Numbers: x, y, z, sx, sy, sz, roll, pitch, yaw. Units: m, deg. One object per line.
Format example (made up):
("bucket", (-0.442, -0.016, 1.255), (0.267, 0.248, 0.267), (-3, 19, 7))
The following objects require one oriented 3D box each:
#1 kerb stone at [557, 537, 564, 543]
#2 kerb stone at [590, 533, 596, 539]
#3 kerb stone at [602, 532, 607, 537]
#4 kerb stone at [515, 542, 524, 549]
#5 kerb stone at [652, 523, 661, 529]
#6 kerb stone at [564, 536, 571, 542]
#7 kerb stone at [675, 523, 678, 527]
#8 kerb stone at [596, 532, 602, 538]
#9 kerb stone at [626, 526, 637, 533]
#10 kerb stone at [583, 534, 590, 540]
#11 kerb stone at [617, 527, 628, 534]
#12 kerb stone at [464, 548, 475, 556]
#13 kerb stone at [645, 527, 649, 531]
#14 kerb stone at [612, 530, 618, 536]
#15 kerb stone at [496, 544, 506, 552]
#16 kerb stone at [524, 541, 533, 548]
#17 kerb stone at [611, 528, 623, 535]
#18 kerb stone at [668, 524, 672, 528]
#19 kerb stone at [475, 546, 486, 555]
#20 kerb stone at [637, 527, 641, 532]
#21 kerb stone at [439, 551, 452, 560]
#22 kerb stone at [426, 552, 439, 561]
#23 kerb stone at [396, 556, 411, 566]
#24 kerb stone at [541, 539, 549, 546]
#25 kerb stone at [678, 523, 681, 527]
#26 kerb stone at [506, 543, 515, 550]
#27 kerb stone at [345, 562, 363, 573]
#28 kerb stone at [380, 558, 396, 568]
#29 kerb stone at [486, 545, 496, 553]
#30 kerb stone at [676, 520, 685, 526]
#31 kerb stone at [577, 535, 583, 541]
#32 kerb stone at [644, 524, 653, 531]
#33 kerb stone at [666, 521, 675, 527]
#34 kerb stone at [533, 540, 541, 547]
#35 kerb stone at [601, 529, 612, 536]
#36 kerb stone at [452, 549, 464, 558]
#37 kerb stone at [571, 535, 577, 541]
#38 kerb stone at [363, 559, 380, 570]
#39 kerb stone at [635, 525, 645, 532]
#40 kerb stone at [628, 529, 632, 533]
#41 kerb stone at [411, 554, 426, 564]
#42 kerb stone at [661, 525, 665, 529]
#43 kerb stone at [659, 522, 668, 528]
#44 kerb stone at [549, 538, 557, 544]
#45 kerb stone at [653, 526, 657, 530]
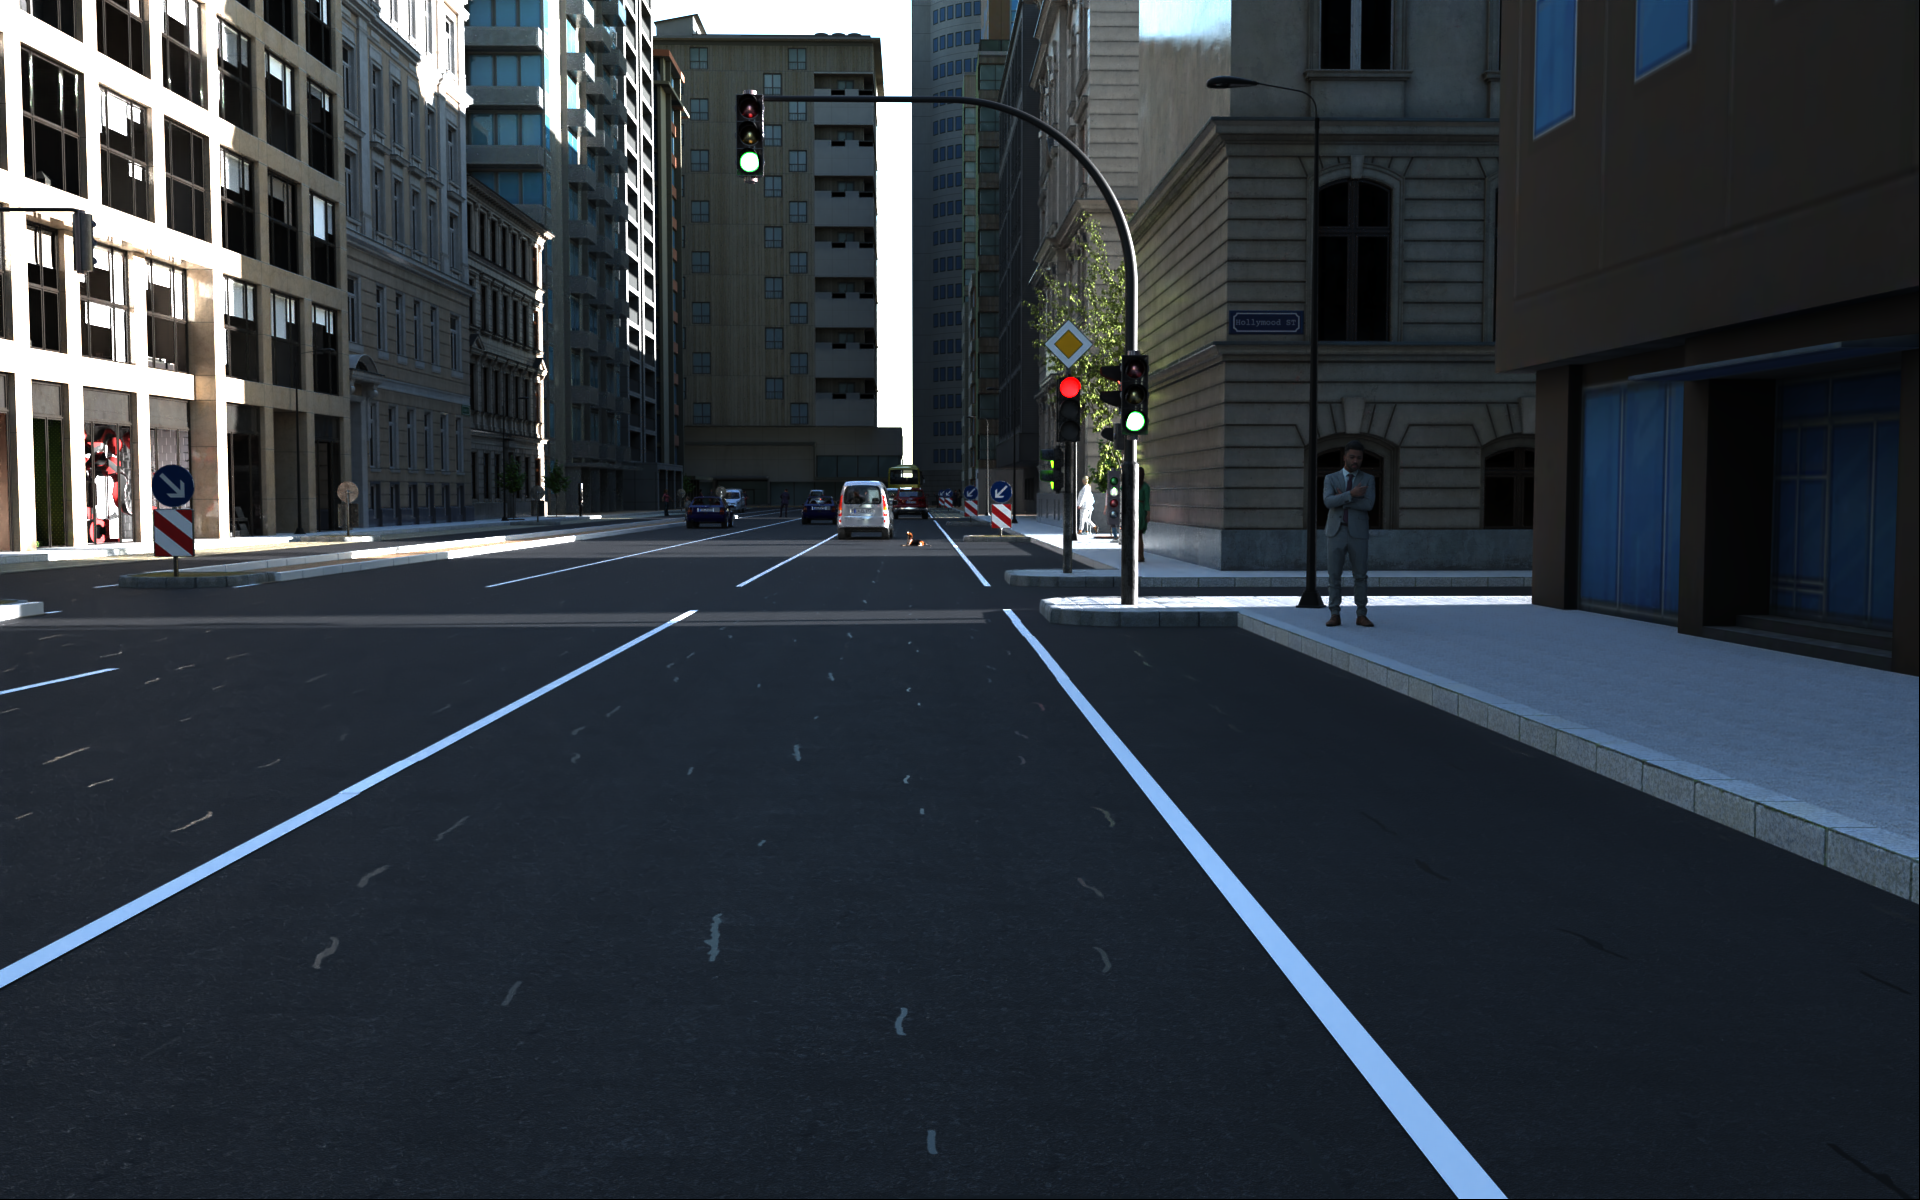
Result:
("kerb stone", (-11.766, -1.725, 50.397), (0.120, 0.150, 1.000), (0, 4, -2))
("kerb stone", (-11.907, -2.036, 55.518), (0.120, 0.150, 1.000), (0, 4, -2))
("kerb stone", (-11.965, -2.163, 57.567), (0.120, 0.150, 1.000), (0, 4, -2))
("kerb stone", (-11.625, -1.407, 45.266), (0.120, 0.150, 1.000), (0, 4, -2))
("kerb stone", (-12.300, -2.916, 69.877), (0.120, 0.150, 1.000), (0, 4, -2))
("kerb stone", (-11.796, -1.788, 51.425), (0.120, 0.150, 1.000), (0, 4, -2))
("kerb stone", (-12.436, -3.229, 75.010), (0.120, 0.150, 1.000), (0, 4, -2))
("kerb stone", (-11.934, -2.101, 56.540), (0.120, 0.150, 1.000), (0, 4, -2))
("kerb stone", (-12.135, -2.541, 63.734), (0.120, 0.150, 1.000), (0, 4, -2))
("kerb stone", (-11.876, -1.976, 54.496), (0.120, 0.150, 1.000), (0, 4, -2))
("kerb stone", (-12.072, -2.415, 61.673), (0.120, 0.150, 1.000), (0, 4, -2))
("kerb stone", (-11.491, -1.098, 40.147), (0.120, 0.150, 1.000), (0, 4, -2))
("kerb stone", (-12.219, -2.728, 66.801), (0.120, 0.150, 1.000), (0, 4, -2))
("kerb stone", (-12.014, -2.287, 59.619), (0.120, 0.150, 1.000), (0, 4, -2))
("kerb stone", (-11.580, -1.286, 43.216), (0.120, 0.150, 1.000), (0, 4, -2))
("kerb stone", (-11.654, -1.471, 46.293), (0.120, 0.150, 1.000), (0, 4, -2))
("kerb stone", (-12.048, -2.352, 60.645), (0.120, 0.150, 1.000), (0, 4, -2))
("kerb stone", (-12.378, -3.102, 72.966), (0.120, 0.150, 1.000), (0, 4, -2))
("kerb stone", (-11.518, -1.157, 41.169), (0.120, 0.150, 1.000), (0, 4, -2))
("kerb stone", (-12.165, -2.601, 64.756), (0.120, 0.150, 1.000), (0, 4, -2))
("kerb stone", (-11.429, -0.971, 38.093), (0.120, 0.150, 1.000), (0, 4, -2))
("kerb stone", (-11.406, -0.909, 37.065), (0.120, 0.150, 1.000), (0, 4, -2))
("kerb stone", (-11.350, -0.783, 34.996), (0.120, 0.150, 1.000), (0, 4, -2))
("kerb stone", (-11.711, -1.600, 48.351), (0.120, 0.150, 1.000), (0, 4, -2))
("kerb stone", (-12.470, -3.293, 76.039), (0.120, 0.150, 1.000), (0, 4, -2))
("kerb stone", (-11.605, -1.348, 44.238), (0.120, 0.150, 1.000), (0, 4, -2))
("kerb stone", (-11.267, -0.594, 31.914), (0.120, 0.150, 1.000), (0, 4, -2))
("kerb stone", (-11.325, -0.719, 33.963), (0.120, 0.150, 1.000), (0, 4, -2))
("kerb stone", (-11.547, -1.223, 42.191), (0.120, 0.150, 1.000), (0, 4, -2))
("kerb stone", (-12.487, -3.356, 77.066), (0.120, 0.150, 1.000), (0, 4, -2))
("kerb stone", (-11.859, -1.910, 53.474), (0.120, 0.150, 1.000), (0, 4, -2))
("kerb stone", (-12.243, -2.791, 67.833), (0.120, 0.150, 1.000), (0, 4, -2))
("kerb stone", (-12.407, -3.168, 73.988), (0.120, 0.150, 1.000), (0, 4, -2))
("kerb stone", (-11.683, -1.532, 47.315), (0.120, 0.150, 1.000), (0, 4, -2))
("kerb stone", (-12.000, -2.226, 58.597), (0.120, 0.150, 1.000), (0, 4, -2))
("kerb stone", (-11.462, -1.030, 39.115), (0.120, 0.150, 1.000), (0, 4, -2))
("kerb stone", (-11.825, -1.850, 52.448), (0.120, 0.150, 1.000), (0, 4, -2))
("kerb stone", (-11.290, -0.655, 32.937), (0.120, 0.150, 1.000), (0, 4, -2))
("kerb stone", (-12.185, -2.666, 65.778), (0.120, 0.150, 1.000), (0, 4, -2))
("kerb stone", (-12.108, -2.477, 62.695), (0.120, 0.150, 1.000), (0, 4, -2))
("kerb stone", (-11.375, -0.846, 36.032), (0.120, 0.150, 1.000), (0, 4, -2))
("kerb stone", (-12.327, -2.980, 70.916), (0.120, 0.150, 1.000), (0, 4, -2))
("kerb stone", (-12.360, -3.038, 71.939), (0.120, 0.150, 1.000), (0, 4, -2))
("kerb stone", (-11.738, -1.662, 49.375), (0.120, 0.150, 1.000), (0, 4, -2))
("kerb stone", (-12.267, -2.854, 68.855), (0.120, 0.150, 1.000), (0, 4, -2))
